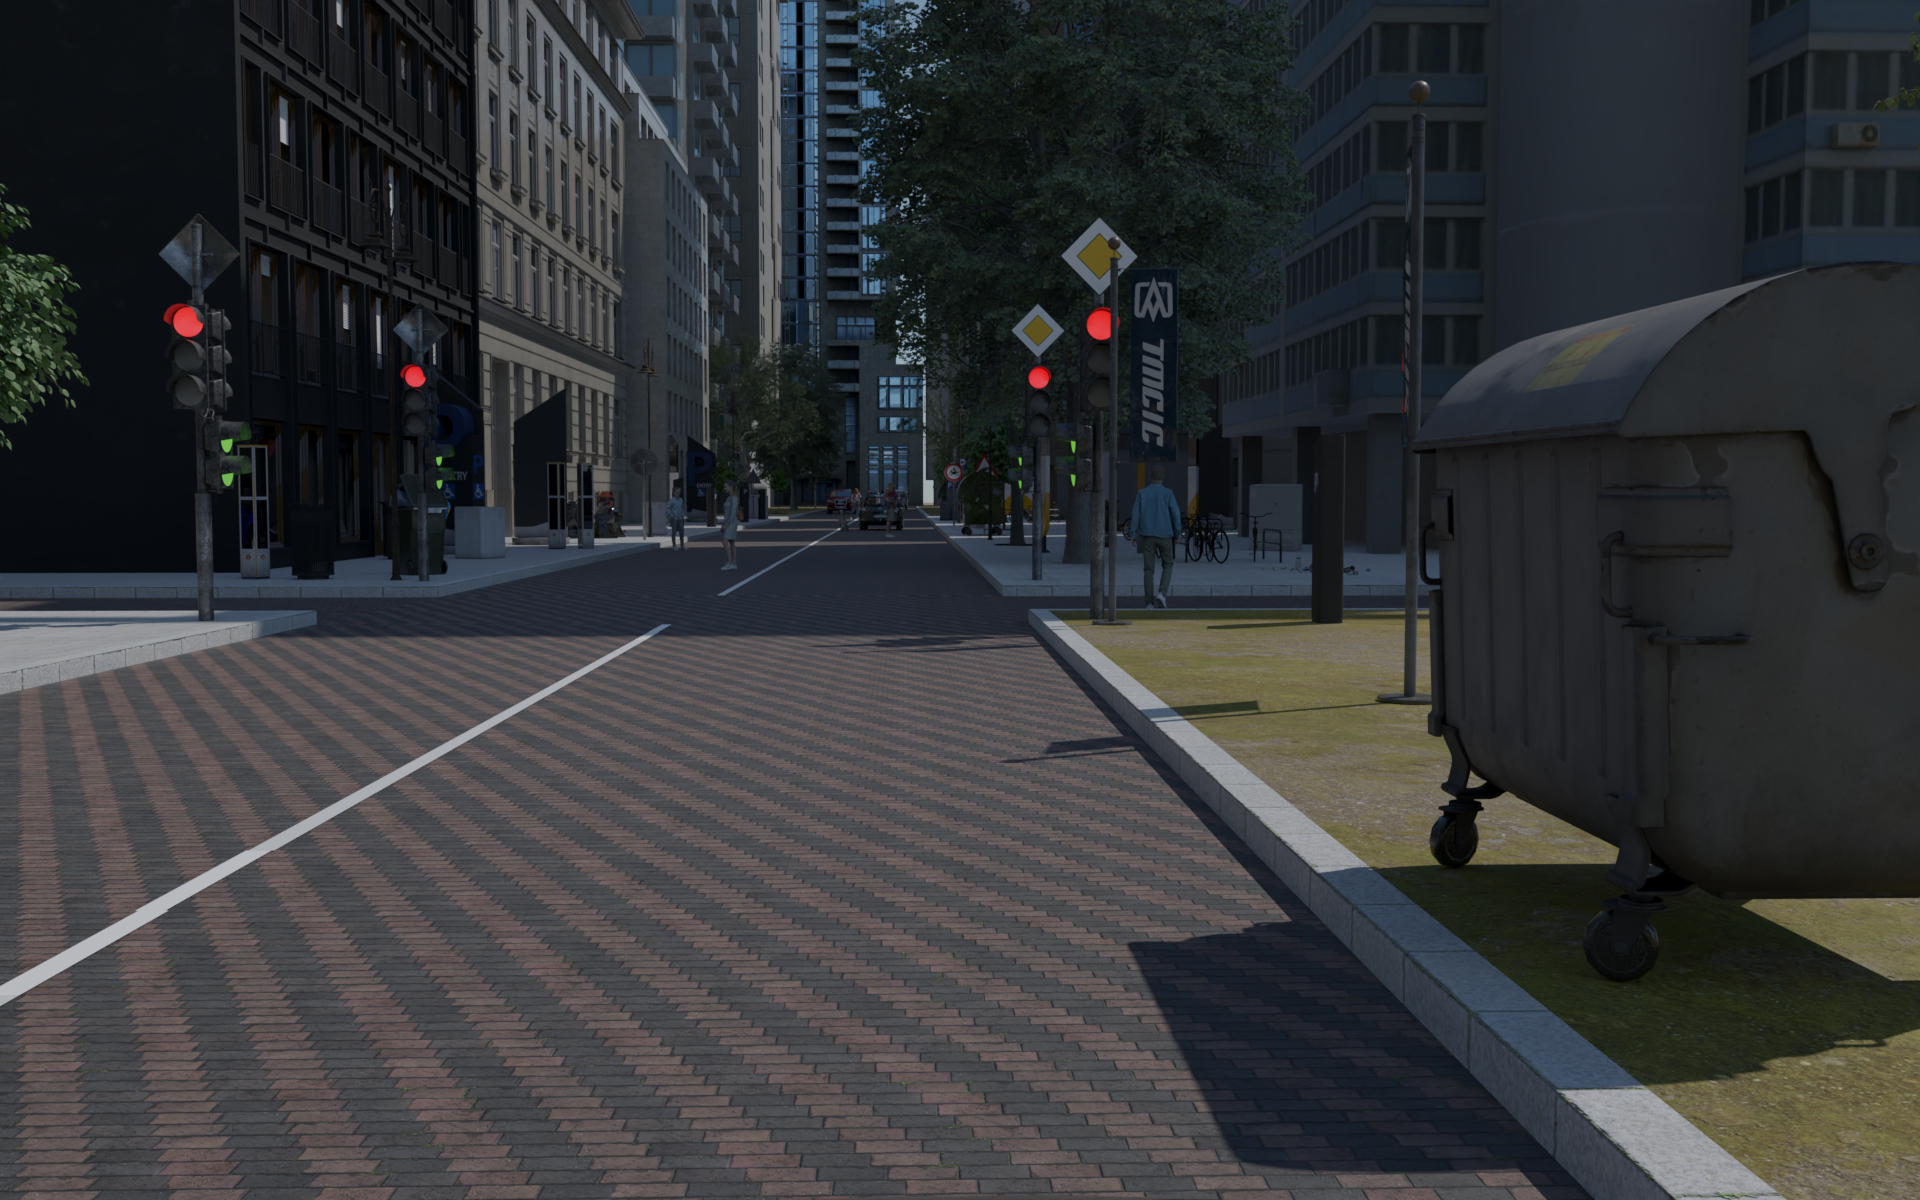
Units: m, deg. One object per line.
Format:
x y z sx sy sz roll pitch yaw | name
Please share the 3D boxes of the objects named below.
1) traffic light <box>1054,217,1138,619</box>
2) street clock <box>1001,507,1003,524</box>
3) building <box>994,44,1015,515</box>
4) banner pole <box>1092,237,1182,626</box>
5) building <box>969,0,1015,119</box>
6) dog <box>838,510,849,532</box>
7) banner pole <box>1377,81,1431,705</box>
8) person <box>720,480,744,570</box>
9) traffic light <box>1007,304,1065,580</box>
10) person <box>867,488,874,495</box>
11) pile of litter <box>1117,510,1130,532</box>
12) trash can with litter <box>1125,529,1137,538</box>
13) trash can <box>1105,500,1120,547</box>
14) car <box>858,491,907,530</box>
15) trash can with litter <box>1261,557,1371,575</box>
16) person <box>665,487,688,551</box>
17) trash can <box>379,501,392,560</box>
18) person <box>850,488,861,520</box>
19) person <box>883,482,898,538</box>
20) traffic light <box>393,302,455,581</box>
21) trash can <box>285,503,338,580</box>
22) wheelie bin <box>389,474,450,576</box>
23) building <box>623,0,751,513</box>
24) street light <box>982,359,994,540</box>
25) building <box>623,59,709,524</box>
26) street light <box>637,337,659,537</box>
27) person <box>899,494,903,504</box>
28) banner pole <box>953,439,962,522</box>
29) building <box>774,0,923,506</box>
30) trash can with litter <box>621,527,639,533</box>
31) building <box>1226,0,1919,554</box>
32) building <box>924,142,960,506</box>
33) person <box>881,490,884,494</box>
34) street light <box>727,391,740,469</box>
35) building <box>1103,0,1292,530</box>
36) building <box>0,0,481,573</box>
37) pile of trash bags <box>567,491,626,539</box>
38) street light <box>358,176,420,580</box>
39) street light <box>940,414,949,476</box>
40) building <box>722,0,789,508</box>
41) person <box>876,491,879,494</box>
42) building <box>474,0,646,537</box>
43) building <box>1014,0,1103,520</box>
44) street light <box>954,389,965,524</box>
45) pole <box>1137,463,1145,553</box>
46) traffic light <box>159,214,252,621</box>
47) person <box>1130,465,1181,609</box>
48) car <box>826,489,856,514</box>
1.394 -1.762 17.727 0.839 4.253 0.868 0 4 -2 | traffic light
1.728 -4.214 73.462 0.358 2.002 0.471 0 4 -7 | street clock
8.947 -20.984 114.793 14.160 30.474 14.107 0 4 -2 | building
1.731 -1.647 16.944 0.863 3.779 0.401 0 4 2 | banner pole
7.524 -28.083 142.753 14.154 41.232 14.086 0 4 -2 | building
-4.531 -3.040 66.539 0.513 0.831 0.800 1 4 11 | dog
2.816 -1.273 10.838 0.401 3.779 0.863 0 4 8 | banner pole
-4.363 -1.434 32.948 0.522 1.701 0.512 -2 4 -24 | person
1.129 -2.250 25.708 0.839 4.253 0.868 0 4 -2 | traffic light
-5.256 -5.713 102.364 0.683 1.767 0.568 1 4 17 | person
5.510 -2.787 59.538 1.176 0.858 1.719 2 4 24 | pile of litter
5.282 -2.407 50.735 1.055 1.170 0.624 3 5 40 | trash can with litter
3.485 -1.844 41.797 0.748 1.137 0.748 0 3 0 | trash can
-3.161 -3.688 70.087 2.009 1.686 4.222 0 4 -1 | car
5.952 -1.063 28.439 1.678 1.210 2.233 0 4 -2 | trash can with litter
-7.204 -2.061 44.013 0.589 1.601 0.330 -3 5 -39 | person
-11.033 -1.370 34.060 0.748 1.137 0.748 0 3 0 | trash can
-5.936 -5.415 97.626 0.593 1.750 0.643 -2 4 -29 | person
-2.280 -2.984 57.265 0.573 1.828 0.580 -2 4 -28 | person
-7.876 -2.231 25.394 0.839 4.253 0.868 0 4 -2 | traffic light
-9.757 -0.883 26.098 0.748 1.137 0.748 0 3 0 | trash can
-8.618 -1.200 27.531 0.693 1.594 0.980 3 5 42 | wheelie bin
-26.617 -30.269 114.513 23.786 49.044 30.456 0 4 -2 | building
0.842 -4.612 48.202 0.468 5.910 1.993 0 4 -2 | street light
-18.173 -13.941 82.689 10.420 20.320 16.860 0 4 -2 | building
-9.190 -4.799 51.245 0.468 5.910 1.993 0 4 -2 | street light
-5.413 -8.858 156.544 0.599 1.433 0.991 0 4 5 | person
-0.183 -5.461 79.304 0.401 3.779 0.863 -1 4 -23 | banner pole
-19.825 -54.070 196.709 31.000 86.520 22.319 0 4 -2 | building
-11.650 -2.873 58.028 1.678 1.210 2.233 -1 4 -13 | trash can with litter
19.834 -21.408 41.898 23.993 40.220 32.217 0 4 -2 | building
3.084 -31.249 194.522 14.086 41.232 14.154 0 4 -2 | building
-6.678 -8.578 149.428 1.217 1.739 0.721 0 4 3 | person
-10.021 -6.351 76.622 0.468 5.910 1.993 0 4 -2 | street light
12.408 -18.169 68.763 14.160 30.474 14.107 0 4 -2 | building
-17.987 -12.567 35.144 12.332 23.373 15.834 0 4 -2 | building
-10.801 -2.539 51.260 1.912 1.369 3.447 0 4 1 | pile of trash bags
-8.399 -3.231 25.621 0.468 5.910 1.993 0 4 -2 | street light
-0.906 -7.810 100.477 0.468 5.910 1.993 0 4 -2 | street light
-30.181 -34.763 157.612 27.495 52.752 28.713 0 4 -2 | building
-7.978 -9.676 167.364 0.551 1.740 0.621 3 4 37 | person
-20.850 -13.778 58.550 16.112 22.955 30.059 0 4 -2 | building
10.191 -26.927 90.361 14.600 45.320 14.200 0 4 -2 | building
-0.016 -6.221 74.501 0.468 5.910 1.993 0 4 -2 | street light
3.906 -2.663 37.379 0.158 3.312 0.155 0 3 0 | pole
-7.611 -1.743 17.413 0.839 4.253 0.868 0 4 -2 | traffic light
2.385 -0.750 21.105 0.601 1.785 0.444 1 4 14 | person
-8.593 -7.161 125.753 2.281 1.827 5.304 0 4 -2 | car
